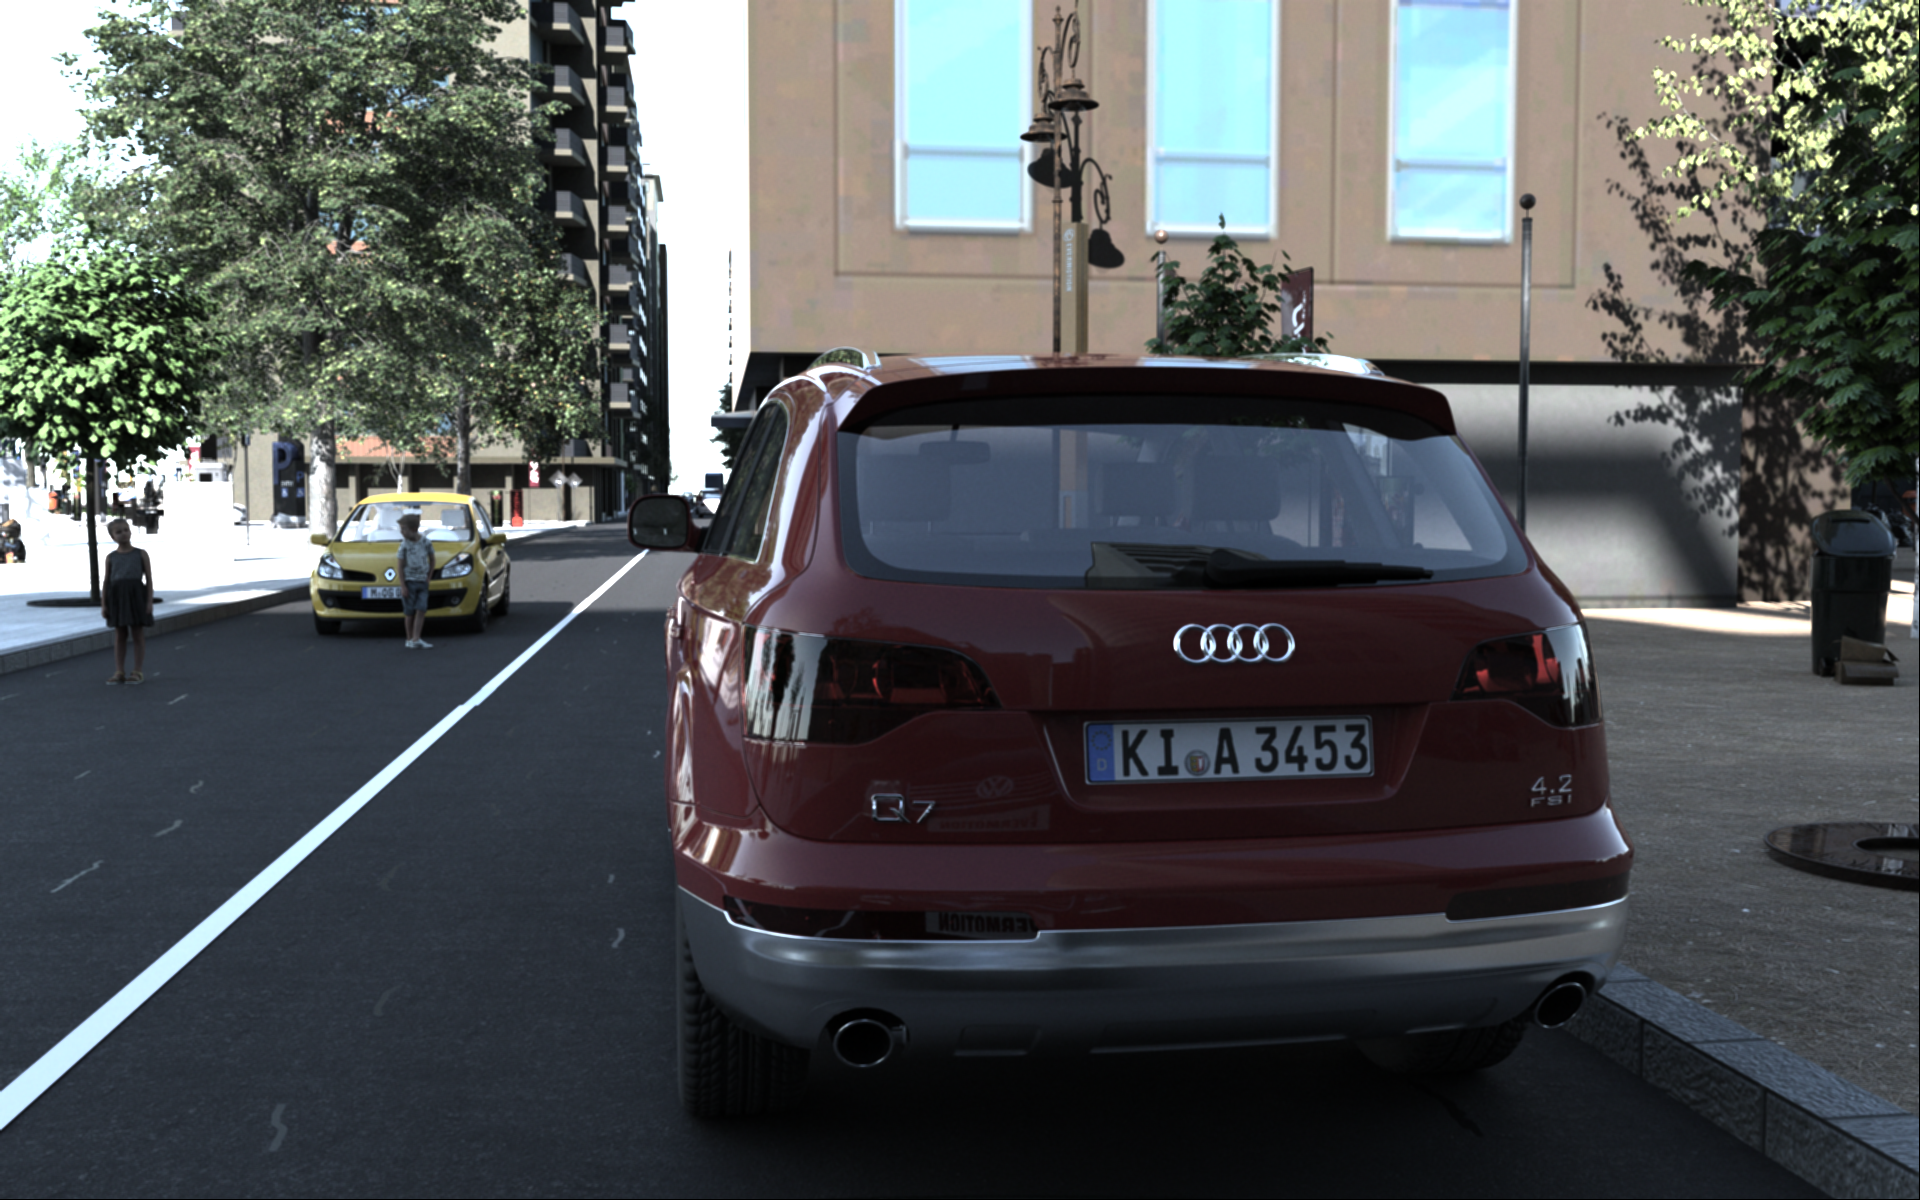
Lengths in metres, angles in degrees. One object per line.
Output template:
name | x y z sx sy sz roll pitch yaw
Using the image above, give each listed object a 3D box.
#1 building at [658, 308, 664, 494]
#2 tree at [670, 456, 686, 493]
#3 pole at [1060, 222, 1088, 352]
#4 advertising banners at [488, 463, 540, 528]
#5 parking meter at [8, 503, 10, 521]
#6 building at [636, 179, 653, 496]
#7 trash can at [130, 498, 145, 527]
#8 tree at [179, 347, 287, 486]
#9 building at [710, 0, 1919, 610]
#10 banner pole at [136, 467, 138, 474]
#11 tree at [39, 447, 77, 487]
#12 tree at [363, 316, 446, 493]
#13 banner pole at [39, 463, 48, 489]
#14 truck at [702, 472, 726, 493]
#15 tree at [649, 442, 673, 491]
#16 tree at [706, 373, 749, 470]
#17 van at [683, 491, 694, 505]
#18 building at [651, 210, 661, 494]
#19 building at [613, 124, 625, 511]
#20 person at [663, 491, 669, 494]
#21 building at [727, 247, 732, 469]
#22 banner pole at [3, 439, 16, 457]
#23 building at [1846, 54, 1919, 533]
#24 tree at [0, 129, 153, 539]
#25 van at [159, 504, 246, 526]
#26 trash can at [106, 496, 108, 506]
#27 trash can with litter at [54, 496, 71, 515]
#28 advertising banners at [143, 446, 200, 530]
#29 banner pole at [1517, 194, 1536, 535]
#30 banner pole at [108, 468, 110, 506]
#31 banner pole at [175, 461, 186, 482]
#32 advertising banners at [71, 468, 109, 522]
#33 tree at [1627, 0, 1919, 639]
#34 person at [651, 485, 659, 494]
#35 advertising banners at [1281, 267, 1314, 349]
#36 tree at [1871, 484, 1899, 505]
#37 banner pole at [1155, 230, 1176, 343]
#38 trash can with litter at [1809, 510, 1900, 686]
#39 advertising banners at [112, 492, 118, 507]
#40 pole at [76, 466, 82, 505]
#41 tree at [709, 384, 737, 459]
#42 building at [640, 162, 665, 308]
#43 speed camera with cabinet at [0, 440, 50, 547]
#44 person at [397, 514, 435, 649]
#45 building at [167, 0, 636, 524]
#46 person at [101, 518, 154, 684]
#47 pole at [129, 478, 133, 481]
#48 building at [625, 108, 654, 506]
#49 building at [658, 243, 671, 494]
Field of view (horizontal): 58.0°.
building | -51.416 -29.701 257.311 14.160 30.474 14.107 -1 4 -8
tree | -51.656 -22.091 311.544 4.737 8.622 4.395 0 3 0
pole | 0.865 -1.181 13.157 0.158 3.312 0.155 0 3 0
advertising banners | -17.022 -4.290 66.336 2.074 3.025 0.090 -2 4 -27
parking meter | -43.514 -4.494 79.193 0.399 1.863 0.255 -2 4 -30
building | -46.504 -32.641 217.279 14.154 41.232 14.086 -1 4 -8
trash can | -32.153 -3.440 67.899 0.748 1.137 0.748 0 3 0
tree | -25.394 -6.709 60.051 4.737 8.622 4.395 0 3 0
building | 3.718 -22.875 24.119 14.600 45.320 14.200 -1 4 -8
banner pole | -64.747 -8.959 136.495 0.401 3.779 0.863 0 4 -7
tree | -31.035 -6.639 58.907 4.737 8.622 4.395 0 3 0
tree | -21.894 -7.178 67.730 4.360 8.622 3.978 0 3 0
banner pole | -53.226 -6.757 100.490 0.401 3.779 0.863 1 4 11
truck | -29.464 -13.386 208.614 2.967 4.110 18.799 -1 4 -9
tree | -40.168 -17.078 229.591 4.360 8.622 3.978 0 3 0
tree | -16.043 -14.372 141.638 9.857 13.997 8.962 0 3 0
van | -35.754 -13.488 227.542 2.013 2.044 4.112 -1 4 -8
building | -49.373 -34.145 241.864 14.154 41.232 14.086 -1 4 -8
building | -31.682 -21.552 124.075 14.160 30.474 14.107 -1 4 -8
person | -31.659 -10.830 186.367 0.742 1.727 0.445 -1 4 -9
building | -28.956 -39.445 299.547 22.147 44.769 28.867 -1 4 -8
banner pole | -30.170 -3.957 54.707 0.401 3.779 0.863 2 4 32
building | 28.390 -38.295 64.373 20.611 71.187 20.563 -1 4 -8
tree | -26.601 -7.568 49.498 9.928 11.665 9.643 0 3 0
van | -32.369 -4.062 73.427 4.112 2.044 2.013 -1 4 -9
trash can | -62.417 -7.006 126.205 0.748 1.137 0.748 0 3 0
trash can with litter | -55.056 -5.800 106.216 1.055 1.170 0.624 0 4 5
advertising banners | -28.483 -4.068 62.697 2.074 3.025 0.090 -1 4 -15
banner pole | 4.803 -1.514 14.766 0.401 3.779 0.863 1 4 18
banner pole | -65.317 -8.725 132.672 0.863 3.779 0.401 2 4 29
banner pole | -51.284 -7.592 114.151 0.863 3.779 0.401 -3 5 -44
advertising banners | -40.279 -5.135 80.145 2.074 3.025 0.090 1 4 16
tree | 8.318 -3.957 15.064 4.737 8.622 4.395 0 3 0
person | -11.868 -3.705 69.298 1.509 1.804 0.699 -3 5 -43
advertising banners | 2.864 -1.023 12.913 0.090 3.025 2.074 -1 4 -17
tree | 27.034 -4.118 51.048 4.285 4.588 4.351 0 3 0
banner pole | 1.985 -1.634 16.739 0.401 3.779 0.863 1 4 19
trash can with litter | 6.261 -0.035 11.968 0.624 1.170 1.055 1 4 13
advertising banners | -63.782 -8.235 130.836 2.074 3.025 0.090 0 4 -7
pole | -65.166 -8.199 127.896 0.158 3.312 0.155 0 3 0
tree | -19.401 -14.279 159.217 9.928 11.665 9.643 0 3 0
building | -61.717 -42.012 276.130 28.713 52.752 27.495 -1 4 -8
speed camera with cabinet | -23.115 -2.952 42.601 2.038 3.252 0.660 3 5 41
person | -5.053 -0.179 16.113 0.332 1.250 0.352 0 4 7
building | -28.707 -26.758 92.111 22.147 44.769 28.867 -1 4 -8
person | -6.316 0.002 13.145 0.362 1.253 0.373 0 4 -7
pole | -51.627 -6.975 107.892 0.158 3.312 0.155 0 3 0
building | -46.941 -35.163 194.521 23.786 49.044 30.456 -1 4 -8
building | -57.161 -39.628 298.031 14.600 45.320 14.200 -1 4 -8
